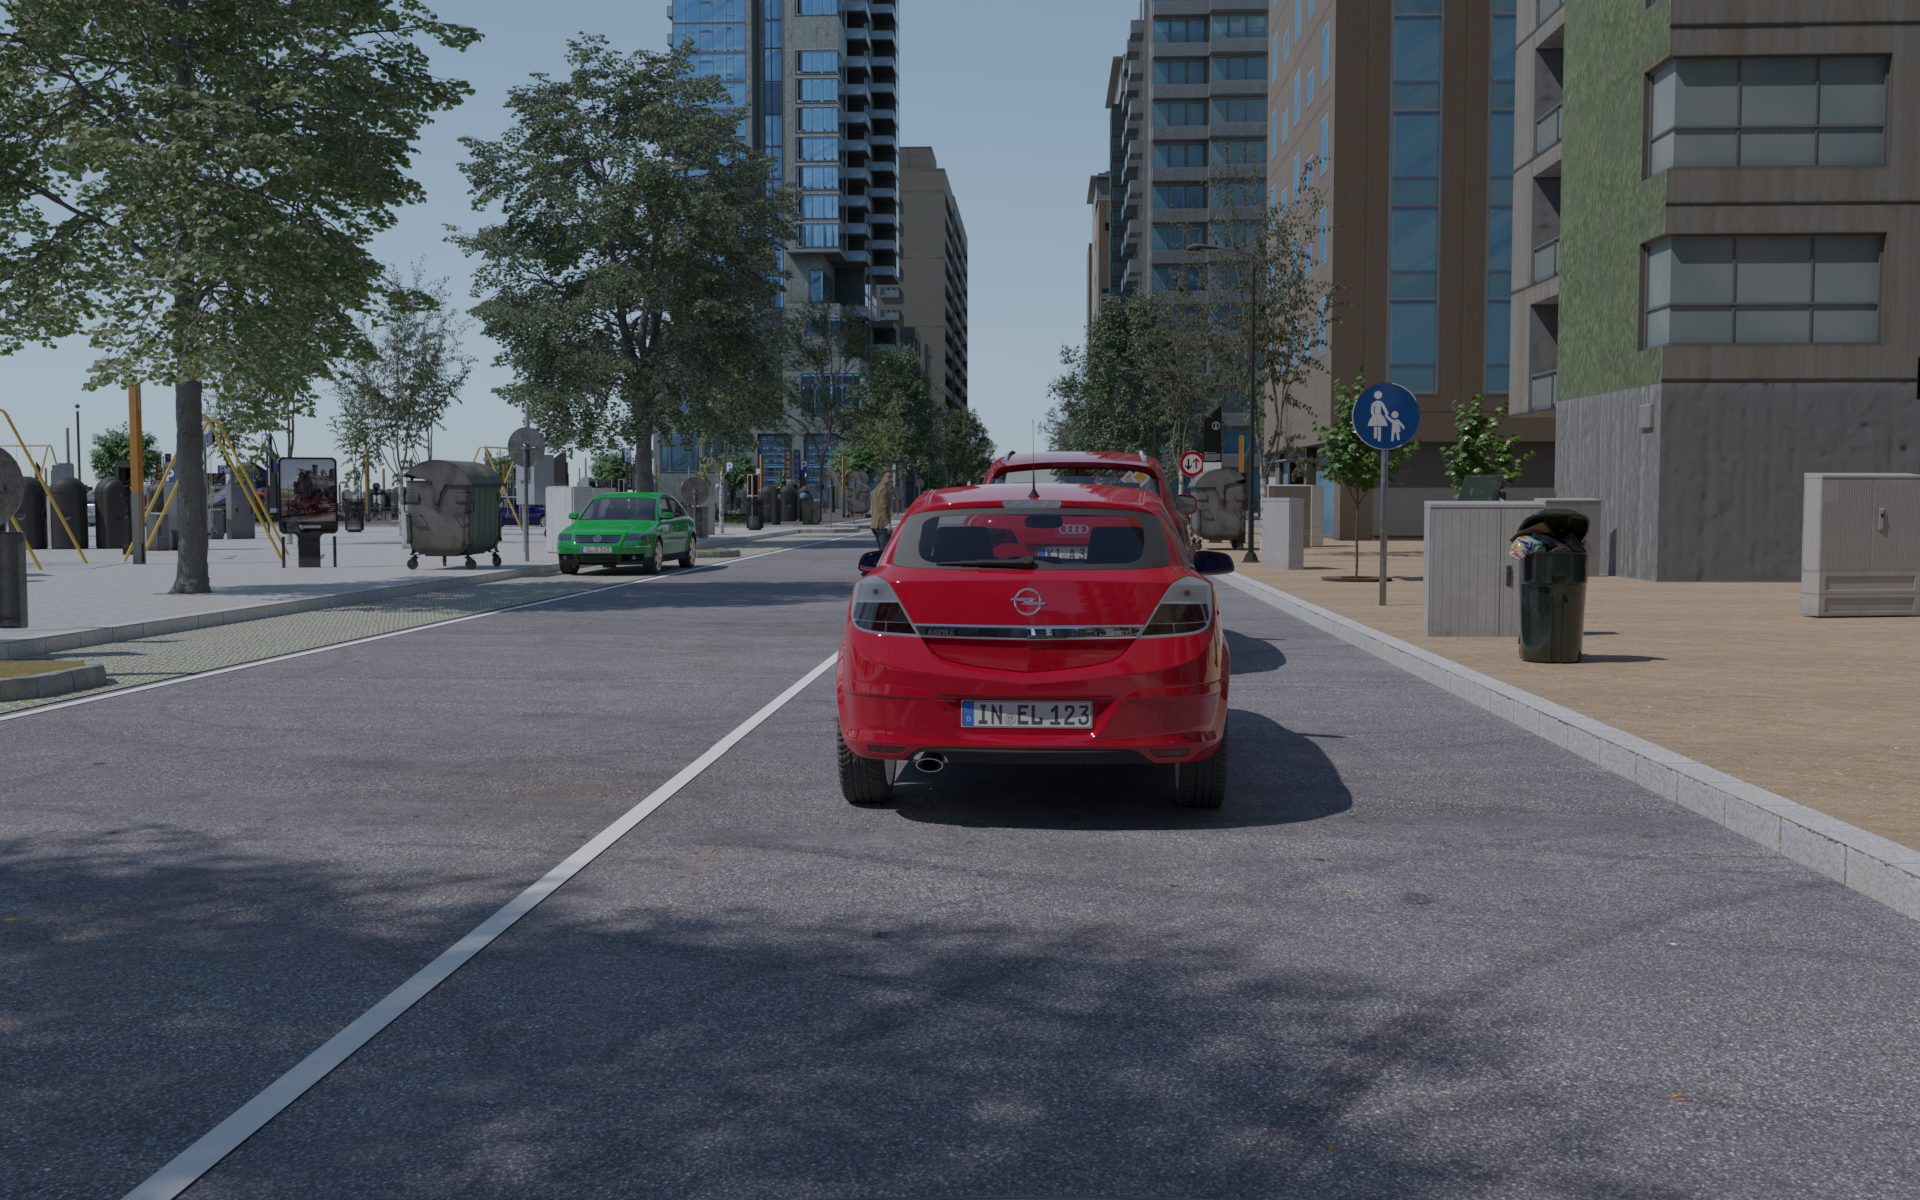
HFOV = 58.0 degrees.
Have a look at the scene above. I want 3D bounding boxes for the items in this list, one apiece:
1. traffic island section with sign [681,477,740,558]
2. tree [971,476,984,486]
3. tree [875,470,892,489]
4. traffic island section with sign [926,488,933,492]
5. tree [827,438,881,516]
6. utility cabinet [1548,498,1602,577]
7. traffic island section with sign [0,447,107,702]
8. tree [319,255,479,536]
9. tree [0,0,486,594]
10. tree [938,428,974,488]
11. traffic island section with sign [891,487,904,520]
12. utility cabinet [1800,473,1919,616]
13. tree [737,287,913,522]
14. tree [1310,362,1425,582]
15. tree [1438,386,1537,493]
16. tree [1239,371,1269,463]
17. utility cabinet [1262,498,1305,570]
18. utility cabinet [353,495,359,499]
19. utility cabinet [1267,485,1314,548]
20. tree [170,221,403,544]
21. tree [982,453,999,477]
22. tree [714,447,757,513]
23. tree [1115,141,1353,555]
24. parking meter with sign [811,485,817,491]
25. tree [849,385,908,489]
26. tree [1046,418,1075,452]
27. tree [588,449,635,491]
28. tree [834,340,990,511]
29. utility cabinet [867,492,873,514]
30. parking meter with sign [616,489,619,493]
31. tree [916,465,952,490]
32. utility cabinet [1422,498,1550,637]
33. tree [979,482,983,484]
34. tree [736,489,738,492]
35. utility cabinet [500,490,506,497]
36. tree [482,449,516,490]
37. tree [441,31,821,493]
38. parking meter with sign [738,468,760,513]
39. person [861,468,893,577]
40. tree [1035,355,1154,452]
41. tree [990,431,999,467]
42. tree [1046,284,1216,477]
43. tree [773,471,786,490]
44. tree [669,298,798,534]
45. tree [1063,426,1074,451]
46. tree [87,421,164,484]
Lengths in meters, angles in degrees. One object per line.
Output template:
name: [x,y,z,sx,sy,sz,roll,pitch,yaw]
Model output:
traffic island section with sign: [-6.069,-1.883,39.409,1.989,1.847,2.006,0,4,3]
tree: [2.953,-17.641,272.139,4.285,4.588,4.351,0,3,0]
tree: [-6.552,-11.564,139.439,4.360,8.622,3.978,0,3,0]
traffic island section with sign: [-2.045,-6.935,122.022,1.989,1.847,2.006,0,4,3]
tree: [-6.200,-7.211,101.615,4.285,4.588,4.351,0,3,0]
utility cabinet: [9.410,-0.958,26.825,1.020,1.237,0.306,-1,4,-17]
traffic island section with sign: [-7.392,-0.236,12.486,1.989,1.847,2.006,0,4,3]
tree: [-17.344,-6.284,53.112,4.360,8.622,3.978,0,3,0]
tree: [-10.168,-6.382,22.471,7.486,12.596,7.792,0,3,0]
tree: [-0.854,-14.681,190.394,4.737,8.622,4.395,0,3,0]
traffic island section with sign: [-3.365,-5.289,95.099,1.989,1.847,2.006,0,4,3]
utility cabinet: [9.416,-0.574,18.056,1.173,1.500,0.318,-1,4,-9]
tree: [-6.461,-8.829,78.769,8.767,10.594,7.601,0,4,-6]
tree: [6.007,-1.893,25.560,1.663,3.219,1.824,0,3,0]
tree: [8.989,-2.192,30.442,1.663,3.219,1.824,0,3,0]
tree: [18.799,-9.347,103.192,4.737,8.622,4.395,0,3,0]
utility cabinet: [5.539,-1.133,29.683,0.306,1.237,1.020,-1,4,-17]
utility cabinet: [-42.701,-6.814,122.575,0.306,1.237,1.020,-2,4,-34]
utility cabinet: [7.634,-1.945,40.485,1.173,1.500,0.318,-2,4,-23]
tree: [-17.370,-5.730,44.047,4.737,8.622,4.395,0,3,0]
tree: [4.287,-22.615,304.171,8.767,10.594,7.601,0,4,6]
tree: [-15.538,-8.347,120.192,4.285,4.588,4.351,0,3,0]
tree: [6.197,-5.224,35.779,4.360,8.622,3.978,0,3,0]
parking meter with sign: [-12.024,-8.854,141.017,0.543,3.016,1.738,3,5,41]
tree: [-5.242,-10.044,114.577,4.737,8.622,4.395,0,3,0]
tree: [15.064,-19.126,230.829,7.486,12.596,7.792,0,3,0]
tree: [-23.566,-8.180,117.449,4.285,4.588,4.351,0,3,0]
tree: [-4.674,-13.003,129.604,9.611,12.733,9.660,0,3,0]
utility cabinet: [-6.037,-6.156,109.337,1.173,1.500,0.318,2,4,25]
parking meter with sign: [-29.344,-9.285,148.064,0.543,3.016,1.738,1,4,18]
tree: [-2.356,-10.683,158.379,4.285,4.588,4.351,0,3,0]
utility cabinet: [4.728,-0.274,15.635,1.020,1.237,0.306,0,4,4]
tree: [1.599,-17.753,240.627,4.737,8.622,4.395,0,3,0]
tree: [-19.322,-9.186,144.785,1.663,3.219,1.824,0,3,0]
utility cabinet: [-24.387,-5.147,92.828,0.318,1.500,1.173,0,4,-2]
tree: [-33.391,-8.701,125.968,4.285,4.588,4.351,0,3,0]
tree: [-8.699,-8.575,46.849,9.857,13.997,8.962,0,3,0]
parking meter with sign: [-14.223,-7.373,116.815,0.543,3.016,1.738,3,5,44]
person: [-1.227,-1.149,27.194,0.656,1.842,0.836,3,5,40]
tree: [11.233,-13.941,138.313,12.009,13.543,11.850,0,3,0]
tree: [0.695,-18.664,222.158,9.611,12.733,9.660,0,3,0]
tree: [9.505,-10.883,94.942,9.611,12.733,9.660,0,3,0]
tree: [-12.849,-8.154,127.926,1.663,3.219,1.824,0,3,0]
tree: [-7.626,-6.477,56.269,4.737,8.622,4.395,0,3,0]
tree: [12.465,-13.853,176.850,4.737,8.622,4.395,0,3,0]
tree: [-37.309,-5.729,77.390,4.285,4.588,4.351,0,3,0]
